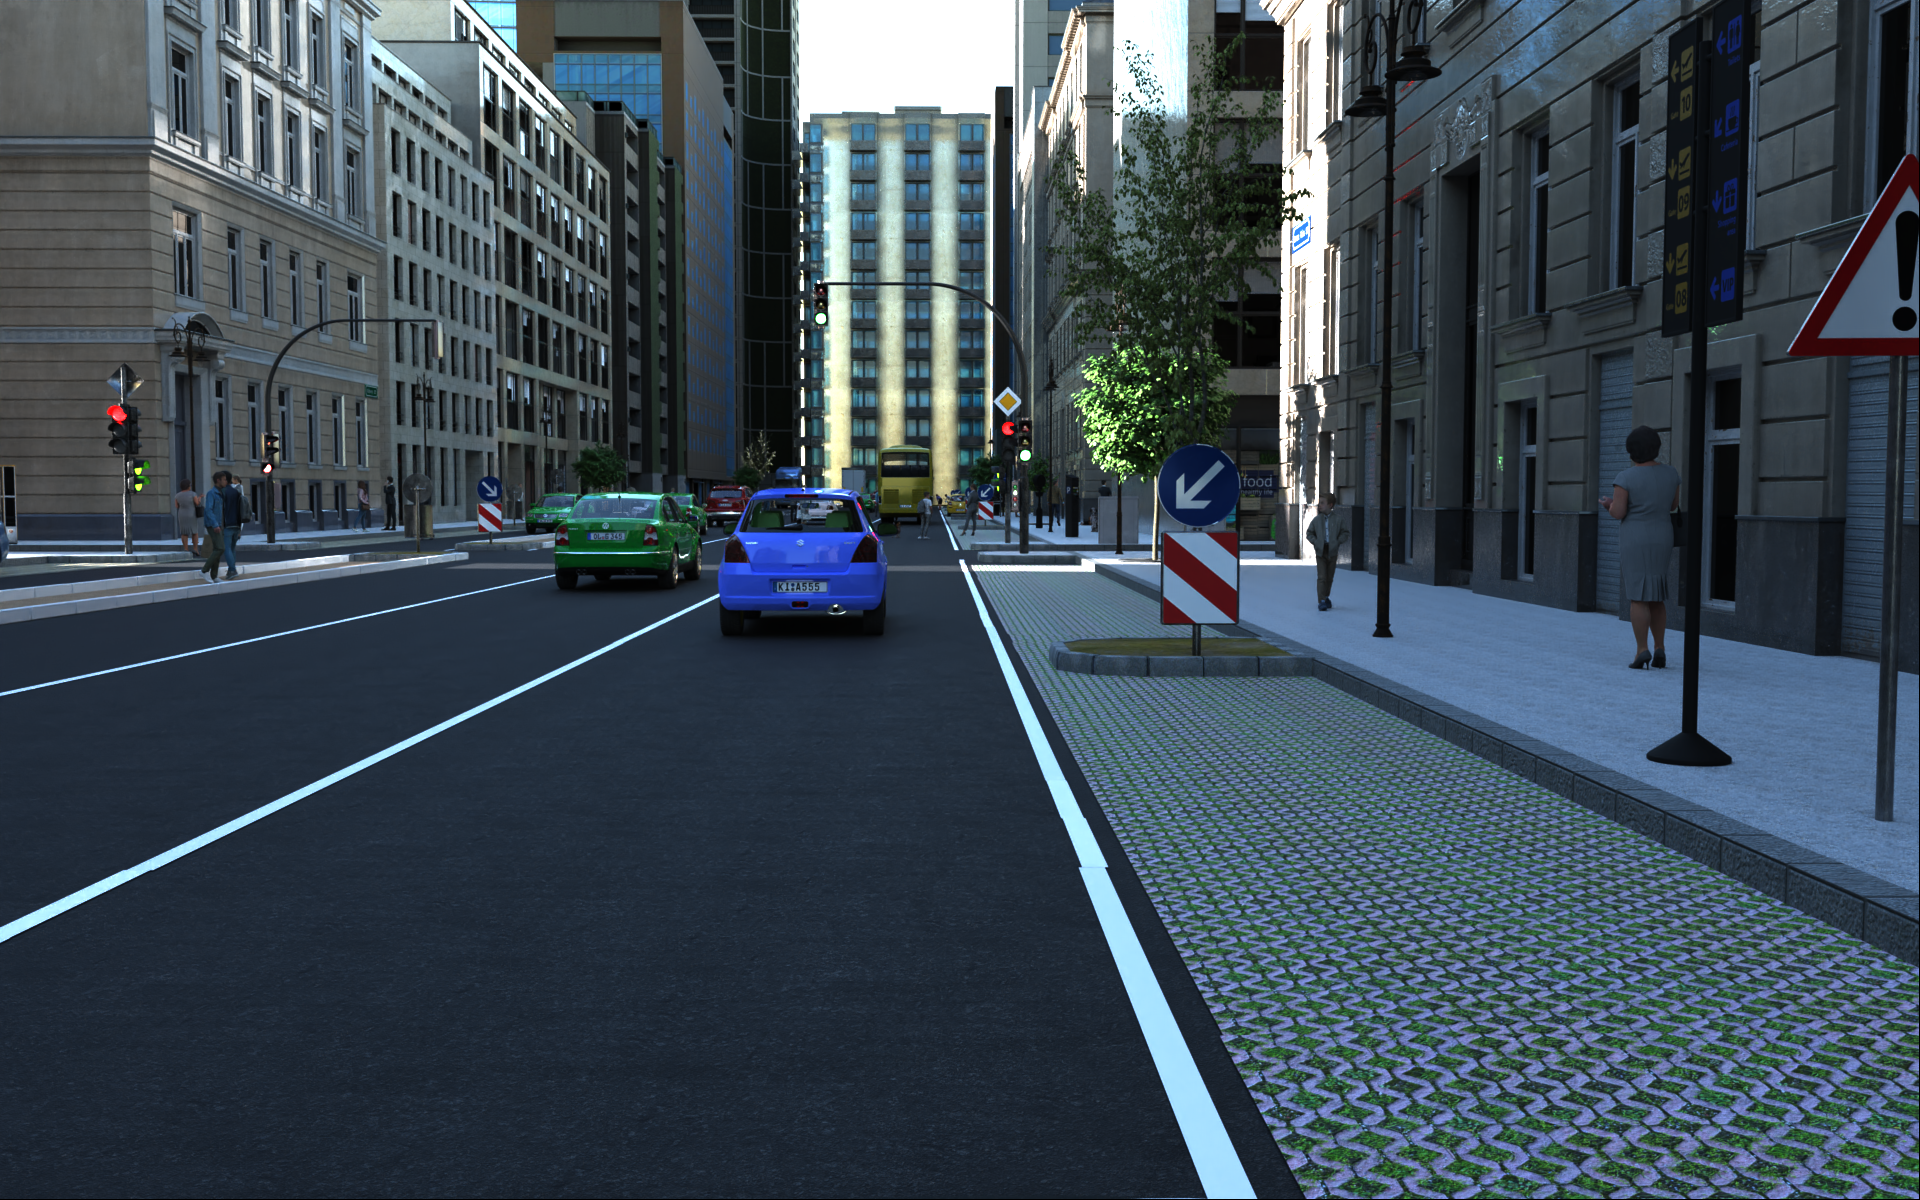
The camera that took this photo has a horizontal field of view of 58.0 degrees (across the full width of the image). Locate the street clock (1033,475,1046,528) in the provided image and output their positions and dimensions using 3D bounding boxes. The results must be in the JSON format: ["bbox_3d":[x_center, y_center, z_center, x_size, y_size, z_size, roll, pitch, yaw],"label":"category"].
[{"bbox_3d":[2.974,-3.690,64.906,0.471,2.002,0.358,-3,5,-40],"label":"street clock"}]

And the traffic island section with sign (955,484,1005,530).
[{"bbox_3d":[0.905,-3.755,70.016,1.989,1.847,2.006,0,4,-1],"label":"traffic island section with sign"}]

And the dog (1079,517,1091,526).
[{"bbox_3d":[5.184,-3.231,70.556,0.550,0.427,0.748,-2,4,-27],"label":"dog"}]

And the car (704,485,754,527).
[{"bbox_3d":[-10.059,-4.175,76.934,2.281,1.827,5.304,0,4,1],"label":"car"}]

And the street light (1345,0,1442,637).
[{"bbox_3d":[3.802,-2.606,15.397,0.468,5.910,1.993,0,4,-1],"label":"street light"}]

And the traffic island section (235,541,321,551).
[{"bbox_3d":[-17.965,-1.397,45.126,2.009,0.180,2.903,0,4,-1],"label":"traffic island section"}]

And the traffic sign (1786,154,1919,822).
[{"bbox_3d":[3.633,-0.412,6.735,0.884,2.594,0.081,0,4,1],"label":"traffic sign"}]

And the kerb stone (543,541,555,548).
[{"bbox_3d":[-10.997,-1.468,46.280,0.120,0.150,1.000,0,4,-1],"label":"kerb stone"}]

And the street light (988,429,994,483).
[{"bbox_3d":[2.142,-9.011,120.124,0.468,5.910,1.993,0,4,-1],"label":"street light"}]

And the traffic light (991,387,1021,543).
[{"bbox_3d":[1.234,-3.449,45.305,0.839,4.253,0.868,0,4,-1],"label":"traffic light"}]

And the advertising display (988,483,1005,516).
[{"bbox_3d":[2.157,-5.945,102.407,0.974,1.923,0.123,0,4,-6],"label":"advertising display"}]

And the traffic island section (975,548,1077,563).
[{"bbox_3d":[1.398,-0.927,37.436,2.009,0.180,2.903,0,4,-1],"label":"traffic island section"}]

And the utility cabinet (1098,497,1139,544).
[{"bbox_3d":[4.085,-2.052,44.711,1.020,1.237,0.306,0,3,0],"label":"utility cabinet"}]

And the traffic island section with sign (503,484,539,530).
[{"bbox_3d":[-18.018,-3.738,69.739,1.989,1.847,2.006,0,4,-1],"label":"traffic island section with sign"}]

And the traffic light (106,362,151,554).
[{"bbox_3d":[-17.801,-2.941,37.008,0.839,4.253,0.868,0,4,-1],"label":"traffic light"}]

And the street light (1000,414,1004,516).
[{"bbox_3d":[2.490,-7.757,99.615,0.468,5.910,1.993,0,4,-1],"label":"street light"}]

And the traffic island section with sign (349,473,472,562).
[{"bbox_3d":[-11.905,-1.794,37.468,2.006,1.907,1.989,0,4,-1],"label":"traffic island section with sign"}]

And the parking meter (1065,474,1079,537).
[{"bbox_3d":[3.336,-2.801,51.503,0.255,1.863,0.399,-2,4,-32],"label":"parking meter"}]

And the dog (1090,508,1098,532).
[{"bbox_3d":[4.498,-2.701,58.533,0.513,0.831,0.800,2,4,27],"label":"dog"}]

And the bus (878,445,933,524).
[{"bbox_3d":[-2.697,-5.776,85.991,2.896,3.916,12.252,0,4,-2],"label":"bus"}]

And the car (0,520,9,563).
[{"bbox_3d":[-17.607,-1.019,28.662,2.014,1.417,4.499,0,4,0],"label":"car"}]

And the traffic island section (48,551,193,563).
[{"bbox_3d":[-17.841,-0.909,37.142,2.009,0.180,2.903,0,4,-1],"label":"traffic island section"}]

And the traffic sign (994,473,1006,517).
[{"bbox_3d":[2.251,-5.868,96.053,0.768,2.556,0.104,0,4,5],"label":"traffic sign"}]

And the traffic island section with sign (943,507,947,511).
[{"bbox_3d":[-0.311,-8.473,147.162,1.989,1.847,2.006,0,4,-1],"label":"traffic island section with sign"}]

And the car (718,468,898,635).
[{"bbox_3d":[-1.647,-0.570,18.903,1.945,1.707,3.694,0,4,-2],"label":"car"}]

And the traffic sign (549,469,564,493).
[{"bbox_3d":[-20.415,-5.357,87.686,0.768,2.556,0.104,0,4,5],"label":"traffic sign"}]

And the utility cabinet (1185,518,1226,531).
[{"bbox_3d":[6.378,-2.066,44.946,1.020,1.237,0.306,1,4,14],"label":"utility cabinet"}]

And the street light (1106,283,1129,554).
[{"bbox_3d":[3.397,-3.914,36.775,0.468,5.910,1.993,0,4,-1],"label":"street light"}]

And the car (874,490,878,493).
[{"bbox_3d":[-7.872,-10.082,173.517,2.281,1.827,5.304,0,4,-1],"label":"car"}]

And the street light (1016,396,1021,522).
[{"bbox_3d":[2.785,-6.481,78.753,0.468,5.910,1.993,0,4,-1],"label":"street light"}]

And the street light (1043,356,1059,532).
[{"bbox_3d":[3.054,-5.227,58.242,0.468,5.910,1.993,0,4,-1],"label":"street light"}]

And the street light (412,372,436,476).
[{"bbox_3d":[-20.281,-5.684,65.714,0.468,5.910,1.993,0,4,-1],"label":"street light"}]

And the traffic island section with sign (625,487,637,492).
[{"bbox_3d":[-18.451,-5.407,97.031,1.989,1.847,2.006,0,4,-1],"label":"traffic island section with sign"}]

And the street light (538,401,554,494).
[{"bbox_3d":[-20.578,-6.938,86.224,0.468,5.910,1.993,0,4,-1],"label":"street light"}]

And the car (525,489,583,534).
[{"bbox_3d":[-14.768,-3.380,64.064,1.959,1.807,4.718,0,4,1],"label":"car"}]

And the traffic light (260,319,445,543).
[{"bbox_3d":[-15.835,-4.305,45.060,4.771,5.953,1.251,0,4,-1],"label":"traffic light"}]

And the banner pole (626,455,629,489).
[{"bbox_3d":[-21.025,-7.313,109.576,0.401,3.779,0.863,0,4,1],"label":"banner pole"}]

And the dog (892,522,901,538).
[{"bbox_3d":[-2.068,-2.301,56.905,0.540,0.507,0.406,2,4,32],"label":"dog"}]

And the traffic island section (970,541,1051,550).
[{"bbox_3d":[1.274,-1.415,45.420,2.009,0.180,2.903,0,4,-1],"label":"traffic island section"}]

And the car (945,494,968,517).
[{"bbox_3d":[0.034,-6.126,110.382,2.015,1.641,3.980,0,4,0],"label":"car"}]

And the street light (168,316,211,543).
[{"bbox_3d":[-20.042,-4.429,45.203,0.468,5.910,1.993,0,4,-1],"label":"street light"}]

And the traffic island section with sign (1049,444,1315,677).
[{"bbox_3d":[1.767,-0.355,14.432,1.989,1.847,2.006,0,4,-1],"label":"traffic island section with sign"}]

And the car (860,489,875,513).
[{"bbox_3d":[-7.561,-7.689,134.507,1.959,1.807,4.718,0,4,0],"label":"car"}]

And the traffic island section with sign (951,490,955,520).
[{"bbox_3d":[0.481,-5.403,96.968,1.989,1.847,2.006,0,4,-1],"label":"traffic island section with sign"}]

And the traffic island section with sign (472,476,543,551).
[{"bbox_3d":[-12.011,-2.247,44.875,2.006,1.907,1.989,0,4,-1],"label":"traffic island section with sign"}]

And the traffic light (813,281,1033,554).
[{"bbox_3d":[-0.732,-3.821,37.147,4.771,5.953,1.251,0,4,-1],"label":"traffic light"}]

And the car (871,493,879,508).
[{"bbox_3d":[-7.419,-8.687,151.075,2.155,1.783,4.494,0,4,-1],"label":"car"}]

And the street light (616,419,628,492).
[{"bbox_3d":[-20.958,-8.233,107.399,0.468,5.910,1.993,0,4,-1],"label":"street light"}]

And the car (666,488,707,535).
[{"bbox_3d":[-9.730,-3.104,59.548,1.959,1.807,4.718,0,4,-3],"label":"car"}]

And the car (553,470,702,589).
[{"bbox_3d":[-5.198,-1.143,27.490,1.959,1.807,4.718,0,4,-1],"label":"car"}]
